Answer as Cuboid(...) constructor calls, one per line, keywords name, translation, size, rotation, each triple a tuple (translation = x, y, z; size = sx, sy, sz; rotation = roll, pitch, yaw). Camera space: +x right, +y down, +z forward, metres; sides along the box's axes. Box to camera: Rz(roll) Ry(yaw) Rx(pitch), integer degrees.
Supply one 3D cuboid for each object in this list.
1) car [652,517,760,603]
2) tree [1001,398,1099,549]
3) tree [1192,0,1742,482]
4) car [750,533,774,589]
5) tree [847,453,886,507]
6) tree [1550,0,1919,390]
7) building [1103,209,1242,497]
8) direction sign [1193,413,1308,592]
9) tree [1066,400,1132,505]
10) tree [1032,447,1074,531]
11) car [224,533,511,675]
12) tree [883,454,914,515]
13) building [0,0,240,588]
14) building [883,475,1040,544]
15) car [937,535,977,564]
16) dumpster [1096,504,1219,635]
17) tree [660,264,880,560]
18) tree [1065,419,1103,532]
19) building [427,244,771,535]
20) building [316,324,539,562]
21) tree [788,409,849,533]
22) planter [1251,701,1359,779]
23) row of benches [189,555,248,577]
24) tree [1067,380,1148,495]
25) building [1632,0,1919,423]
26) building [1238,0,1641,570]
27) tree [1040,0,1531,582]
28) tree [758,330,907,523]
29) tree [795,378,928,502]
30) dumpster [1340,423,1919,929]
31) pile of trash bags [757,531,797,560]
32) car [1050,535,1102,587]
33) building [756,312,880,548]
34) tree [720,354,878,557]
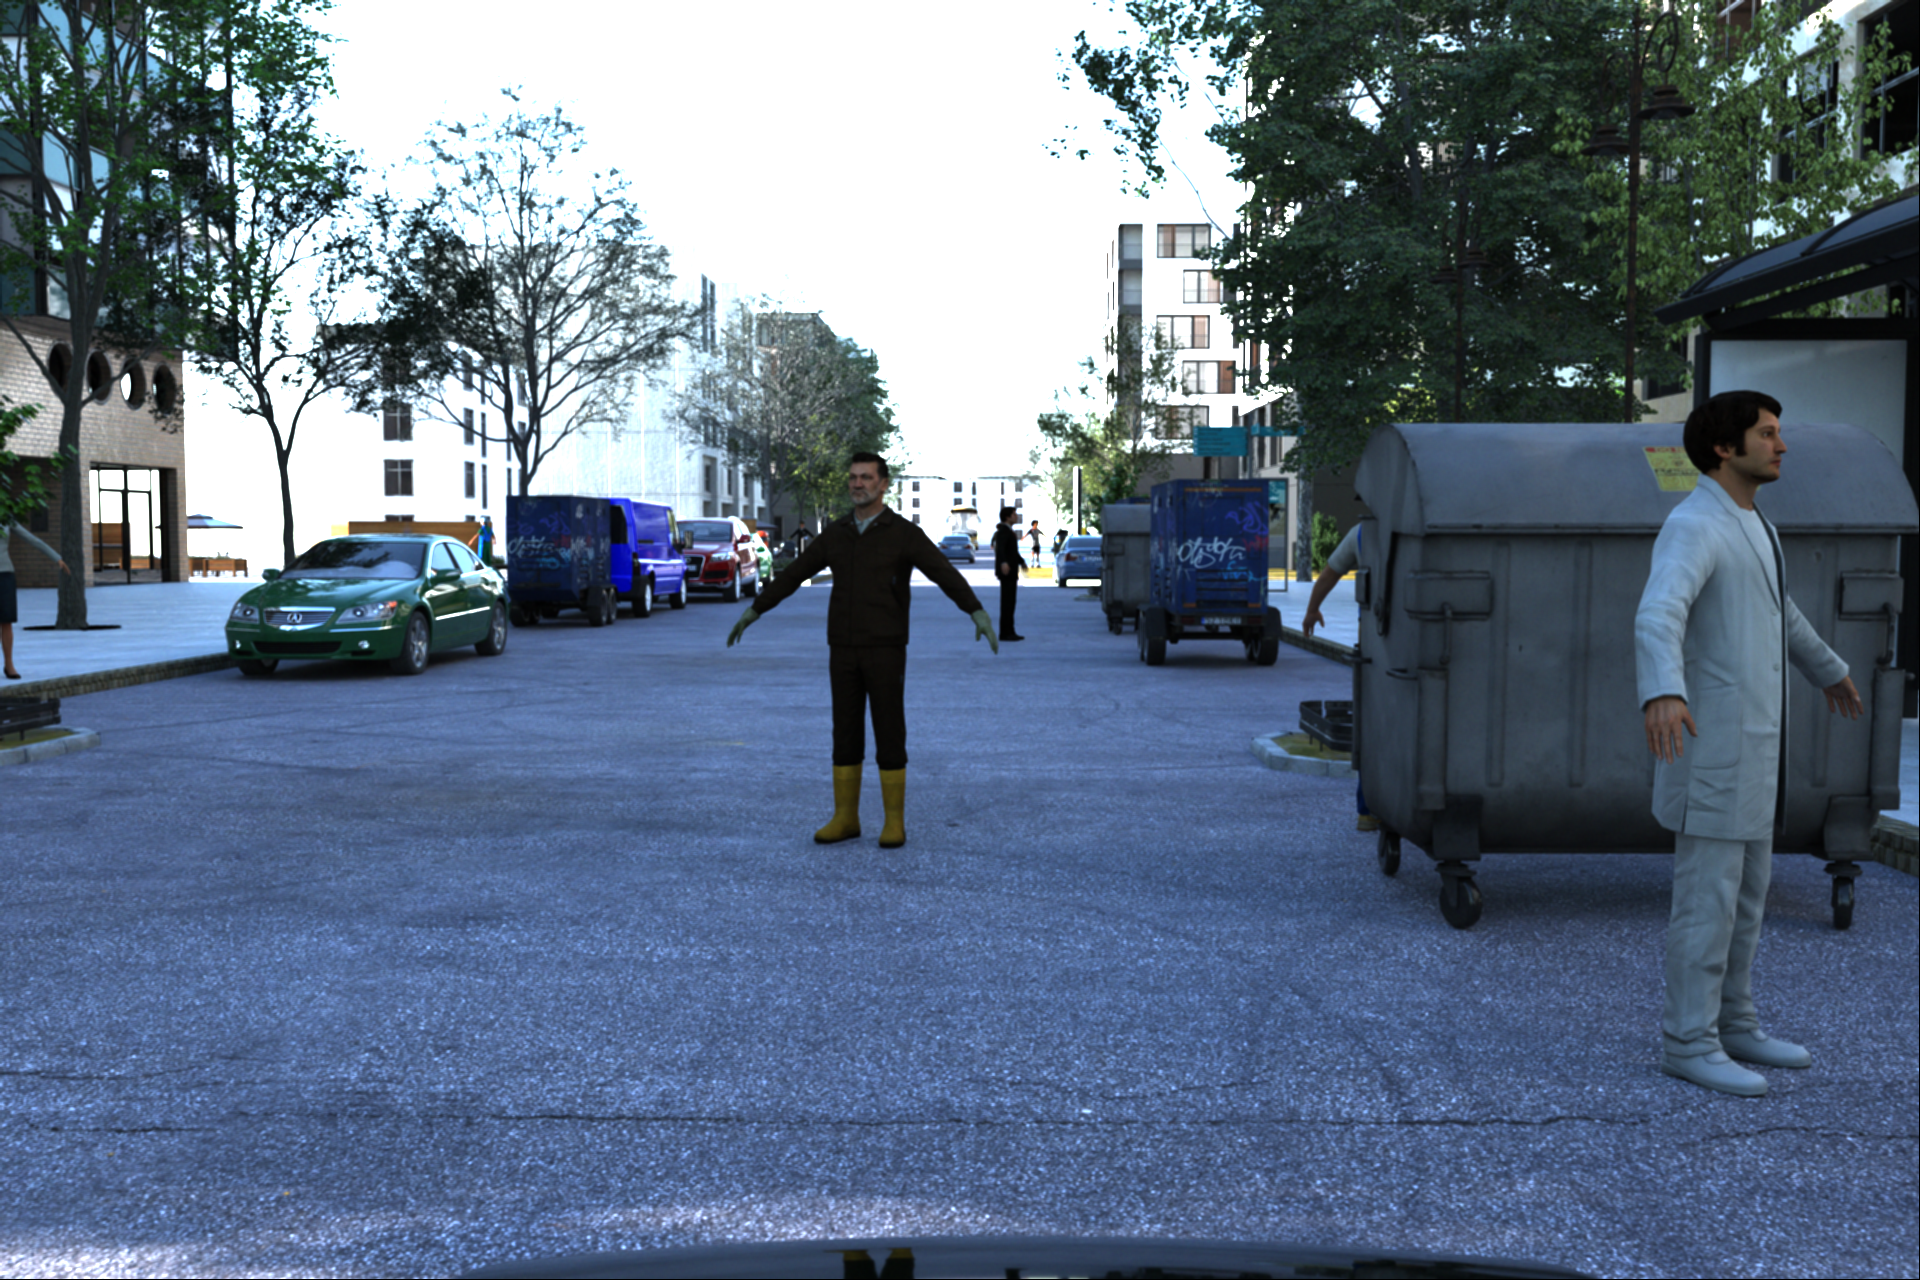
Cuboid(name="car", translation=(-5.626, -1.788, 37.915), size=(2.281, 1.827, 5.304), rotation=(0, 4, 1))
Cuboid(name="tree", translation=(8.625, -14.883, 153.698), size=(12.009, 13.543, 11.850), rotation=(0, 3, 0))
Cuboid(name="tree", translation=(8.695, -7.575, 30.509), size=(9.857, 13.997, 8.962), rotation=(0, 3, 0))
Cuboid(name="car", translation=(-5.848, -2.158, 44.083), size=(1.959, 1.807, 4.718), rotation=(0, 4, 1))
Cuboid(name="tree", translation=(-7.666, -11.630, 140.518), size=(4.737, 8.622, 4.395), rotation=(0, 3, 0))
Cuboid(name="tree", translation=(8.702, -4.214, 19.263), size=(4.737, 8.622, 4.395), rotation=(0, 3, 0))
Cuboid(name="building", translation=(24.122, -17.209, 125.339), size=(27.936, 21.610, 32.646), rotation=(0, 4, 1))
Cuboid(name="direction sign", translation=(6.407, -2.999, 37.804), size=(2.525, 3.948, 1.411), rotation=(0, 4, 1))
Cuboid(name="tree", translation=(7.732, -8.723, 92.978), size=(4.737, 8.622, 4.395), rotation=(0, 3, 0))
Cuboid(name="tree", translation=(7.898, -11.572, 139.558), size=(4.360, 8.622, 3.978), rotation=(0, 3, 0))
Cuboid(name="car", translation=(-6.371, -0.447, 19.111), size=(2.131, 1.459, 4.920), rotation=(0, 4, 1))
Cuboid(name="tree", translation=(-6.835, -12.448, 153.886), size=(4.360, 8.622, 3.978), rotation=(0, 3, 0))
Cuboid(name="building", translation=(-30.526, -13.470, 26.812), size=(21.656, 26.213, 47.522), rotation=(0, 4, 0))
Cuboid(name="building", translation=(-2.863, -18.323, 244.185), size=(28.070, 9.664, 9.099), rotation=(0, 4, 7))
Cuboid(name="car", translation=(-0.152, -4.494, 85.479), size=(2.014, 1.417, 4.499), rotation=(0, 4, 1))
Cuboid(name="dumpster", translation=(2.934, -1.029, 25.035), size=(1.865, 1.857, 1.264), rotation=(0, 4, 0))
Cuboid(name="tree", translation=(-8.453, -10.273, 78.330), size=(12.009, 13.543, 11.850), rotation=(0, 3, 0))
Cuboid(name="tree", translation=(7.629, -9.452, 104.908), size=(4.360, 8.622, 3.978), rotation=(0, 3, 0))
Cuboid(name="building", translation=(-23.900, -15.620, 121.850), size=(16.747, 18.905, 31.486), rotation=(0, 4, 2))
Cuboid(name="building", translation=(-24.815, -8.644, 83.484), size=(9.099, 9.664, 28.070), rotation=(0, 4, 1))
Cuboid(name="tree", translation=(-7.803, -8.990, 97.343), size=(4.737, 8.622, 4.395), rotation=(0, 3, 0))
Cuboid(name="planter", translation=(2.898, 0.619, 11.011), size=(1.991, 0.319, 1.994), rotation=(0, 4, 2))
Cuboid(name="row of benches", translation=(-23.413, -2.238, 52.062), size=(4.104, 0.672, 1.422), rotation=(1, 4, 13))
Cuboid(name="tree", translation=(7.359, -8.037, 81.759), size=(4.360, 8.622, 3.978), rotation=(0, 3, 0))
Cuboid(name="building", translation=(27.408, -13.817, 29.106), size=(19.350, 26.588, 34.151), rotation=(0, 4, 1))
Cuboid(name="building", translation=(26.007, -14.217, 76.427), size=(27.936, 21.610, 32.646), rotation=(0, 4, 1))
Cuboid(name="tree", translation=(8.392, -11.560, 44.901), size=(12.611, 20.169, 13.585), rotation=(0, 3, 0))
Cuboid(name="tree", translation=(-8.091, -12.426, 109.822), size=(9.857, 13.997, 8.962), rotation=(0, 3, 0))
Cuboid(name="tree", translation=(-7.394, -13.454, 130.345), size=(12.009, 13.543, 11.850), rotation=(0, 3, 0))
Cuboid(name="dumpster", translation=(2.515, 0.090, 6.751), size=(1.865, 1.857, 1.264), rotation=(0, 4, 0))
Cuboid(name="pile of trash bags", translation=(-6.673, -3.098, 60.406), size=(1.912, 1.369, 3.447), rotation=(0, 4, 1))
Cuboid(name="car", translation=(3.534, -2.201, 47.997), size=(2.014, 1.417, 4.499), rotation=(0, 4, 1))
Cuboid(name="building", translation=(-23.272, -20.309, 176.034), size=(27.936, 21.610, 32.646), rotation=(0, 4, 2))
Cuboid(name="tree", translation=(-8.493, -9.558, 90.683), size=(8.767, 10.594, 7.601), rotation=(0, 4, -1))
